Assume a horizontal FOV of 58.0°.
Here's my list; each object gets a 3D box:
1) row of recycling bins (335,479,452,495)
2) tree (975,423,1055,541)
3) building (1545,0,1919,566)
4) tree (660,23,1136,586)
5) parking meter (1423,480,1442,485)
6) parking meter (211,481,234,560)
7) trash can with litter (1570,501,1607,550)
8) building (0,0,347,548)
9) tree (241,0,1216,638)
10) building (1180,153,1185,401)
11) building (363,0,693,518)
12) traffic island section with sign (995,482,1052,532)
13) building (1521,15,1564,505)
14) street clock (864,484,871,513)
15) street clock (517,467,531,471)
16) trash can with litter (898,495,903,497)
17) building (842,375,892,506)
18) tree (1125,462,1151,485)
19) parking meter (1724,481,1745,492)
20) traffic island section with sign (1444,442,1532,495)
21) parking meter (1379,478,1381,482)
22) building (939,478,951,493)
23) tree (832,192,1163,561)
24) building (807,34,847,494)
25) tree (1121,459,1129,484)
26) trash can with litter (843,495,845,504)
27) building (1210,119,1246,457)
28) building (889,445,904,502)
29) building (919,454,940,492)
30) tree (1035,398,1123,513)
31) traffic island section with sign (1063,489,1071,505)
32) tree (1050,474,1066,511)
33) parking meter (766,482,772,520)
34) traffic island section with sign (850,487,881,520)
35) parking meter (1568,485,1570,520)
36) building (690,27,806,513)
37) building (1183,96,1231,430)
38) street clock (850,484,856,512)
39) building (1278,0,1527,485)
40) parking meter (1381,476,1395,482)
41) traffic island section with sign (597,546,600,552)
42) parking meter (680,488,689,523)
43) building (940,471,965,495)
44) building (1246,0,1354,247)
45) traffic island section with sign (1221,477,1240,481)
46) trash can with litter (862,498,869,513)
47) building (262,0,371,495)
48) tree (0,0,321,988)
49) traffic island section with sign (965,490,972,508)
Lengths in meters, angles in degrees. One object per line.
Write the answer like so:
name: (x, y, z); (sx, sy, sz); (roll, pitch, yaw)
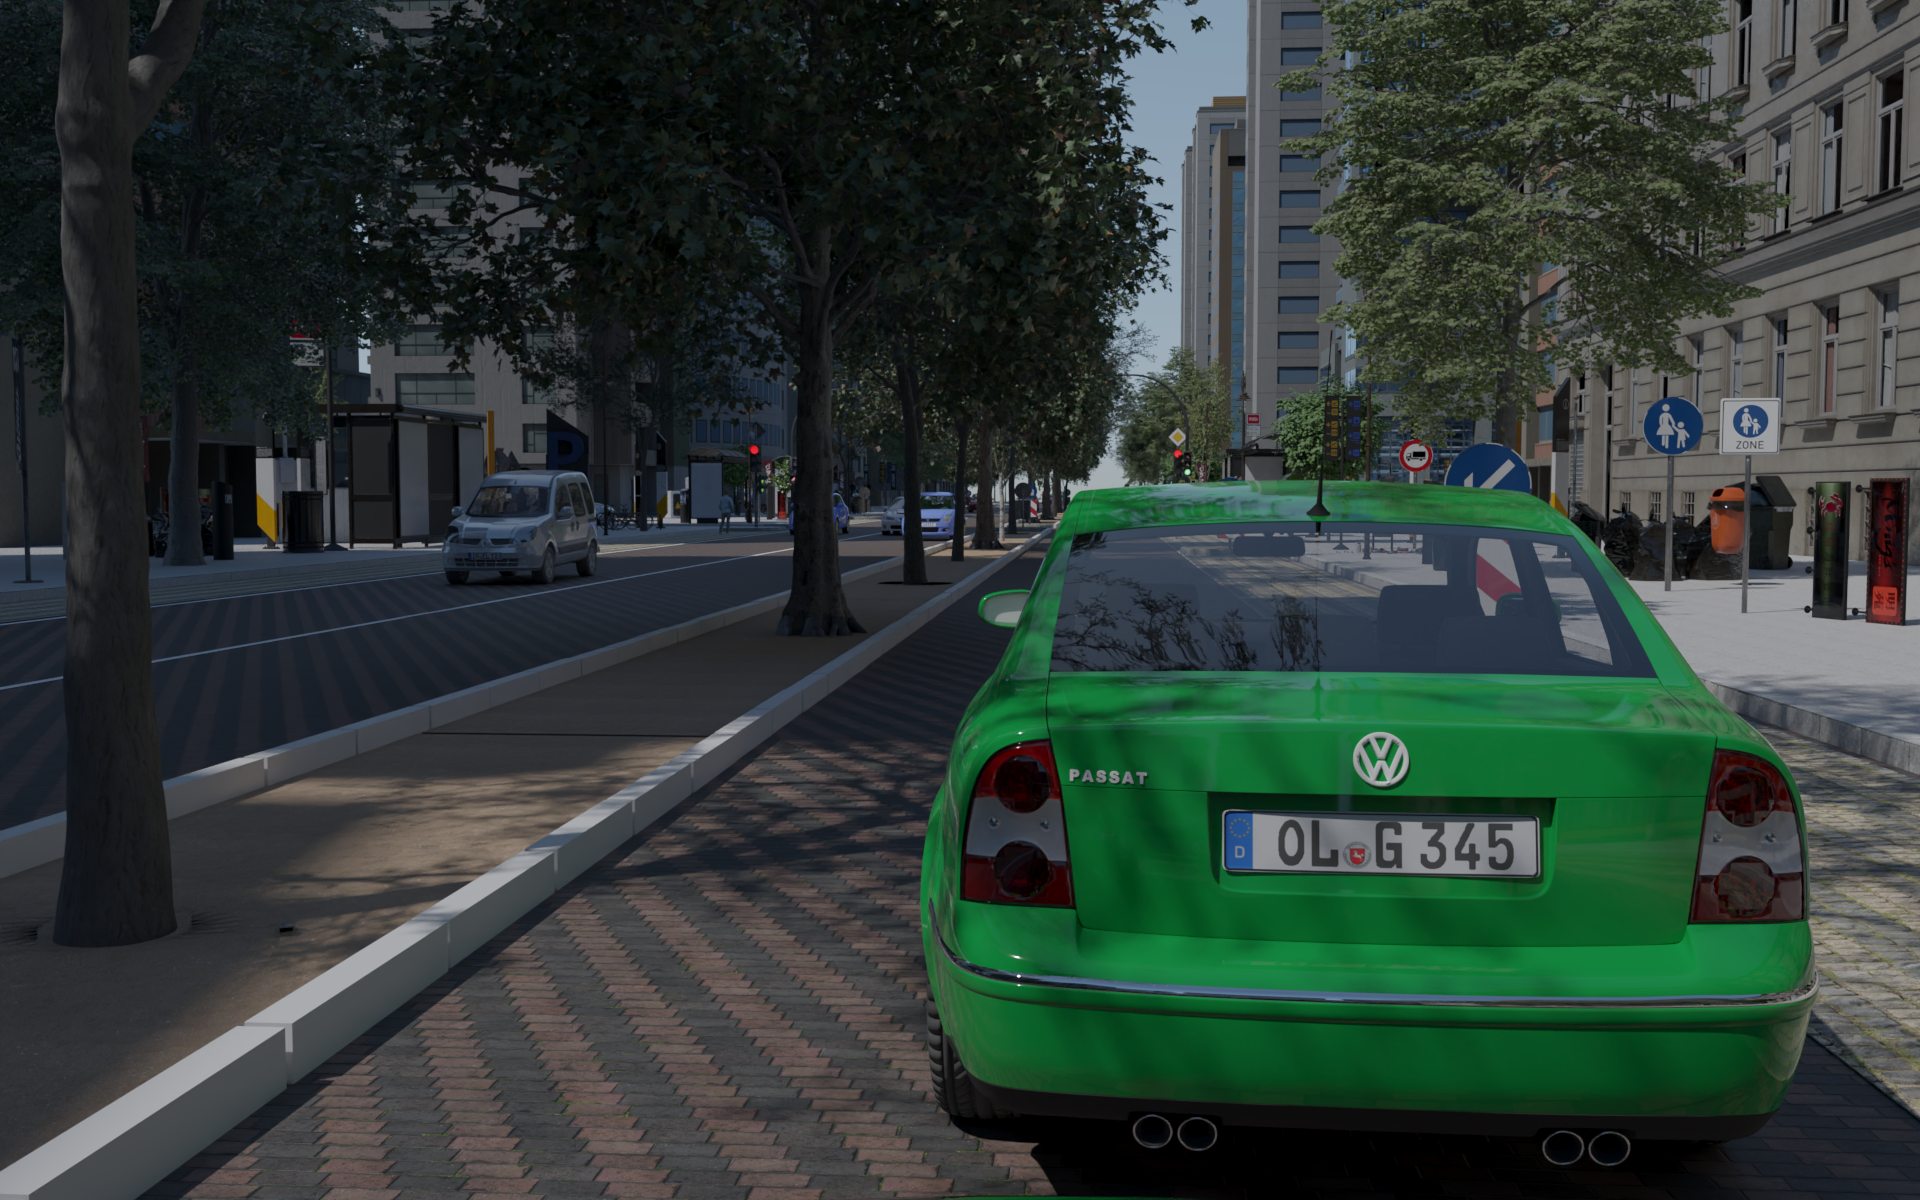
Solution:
row of recycling bins: (-15.671, -2.534, 48.537); (3.534, 1.692, 1.069); (-2, 4, -32)
tree: (1.272, -6.065, 51.975); (4.360, 8.622, 3.978); (0, 3, 0)
building: (25.167, -12.669, 40.416); (16.112, 22.955, 30.059); (0, 4, 5)
tree: (-0.813, -6.047, 27.079); (9.928, 11.665, 9.643); (0, 3, 0)
parking meter: (8.644, -1.421, 31.641); (0.372, 1.533, 0.369); (0, 3, 0)
parking meter: (-14.361, -1.549, 33.738); (0.372, 1.533, 0.369); (0, 3, 0)
trash can with litter: (10.495, -1.036, 28.331); (1.055, 1.170, 0.624); (3, 5, 45)
building: (-34.093, -24.019, 47.338); (28.867, 44.769, 22.147); (0, 4, 5)
tree: (-1.475, -5.979, 17.216); (9.611, 12.733, 9.660); (0, 3, 0)
building: (47.624, -45.798, 290.801); (21.231, 58.520, 28.212); (0, 4, 5)
building: (-23.445, -19.851, 96.271); (14.160, 30.474, 14.107); (0, 4, 5)
traffic island section with sign: (2.379, -3.561, 66.356); (2.006, 1.907, 1.989); (0, 4, 5)
building: (42.959, -26.561, 88.897); (28.867, 44.769, 22.147); (0, 4, 5)
street clock: (-6.390, -7.061, 120.017); (0.471, 2.002, 0.358); (0, 4, -4)
street clock: (-11.711, -2.571, 46.608); (0.471, 2.002, 0.358); (-1, 4, -17)
trash can with litter: (-4.957, -8.449, 149.533); (1.055, 1.170, 0.624); (-2, 4, -32)
building: (-22.642, -20.507, 180.331); (27.650, 21.520, 28.899); (0, 4, 5)
tree: (22.751, -16.093, 213.480); (4.737, 8.622, 4.395); (0, 3, 0)
parking meter: (14.867, -1.521, 33.278); (0.372, 1.533, 0.369); (0, 3, 0)
traffic island section with sign: (4.027, -0.337, 14.142); (1.989, 1.847, 2.006); (0, 4, 5)
parking meter: (15.696, -3.568, 64.046); (0.399, 1.863, 0.255); (0, 4, 7)
building: (-11.972, -50.621, 265.896); (20.563, 71.187, 20.611); (0, 4, 5)
tree: (-0.104, -6.067, 36.066); (8.767, 10.594, 7.601); (0, 4, 5)
building: (-18.287, -31.043, 157.665); (14.600, 45.320, 14.200); (0, 4, 5)
tree: (27.884, -21.055, 262.378); (7.486, 12.596, 7.792); (0, 3, 0)
trash can with litter: (-9.700, -8.061, 142.854); (1.678, 1.210, 2.233); (1, 4, 15)
building: (37.451, -34.077, 207.271); (14.600, 45.320, 14.200); (0, 4, 5)
building: (-13.983, -31.622, 200.608); (14.154, 41.232, 14.086); (0, 4, 5)
building: (-10.602, -29.232, 249.642); (14.160, 30.474, 14.107); (0, 4, 5)
tree: (7.424, -13.485, 129.593); (9.857, 13.997, 8.962); (0, 3, 0)
traffic island section with sign: (9.158, -8.593, 148.624); (2.006, 1.907, 1.989); (0, 4, 5)
tree: (8.755, -11.811, 145.932); (4.737, 8.622, 4.395); (0, 3, 0)
parking meter: (-9.494, -4.927, 86.263); (0.255, 1.863, 0.399); (-1, 4, -13)
traffic island section with sign: (-5.387, -5.430, 97.411); (1.989, 1.847, 2.006); (0, 4, 5)
parking meter: (16.926, -2.460, 48.632); (0.372, 1.533, 0.369); (0, 3, 0)
building: (-23.741, -35.636, 124.643); (21.231, 58.520, 28.212); (0, 4, 5)
building: (45.659, -44.080, 262.707); (21.231, 58.520, 28.212); (0, 4, 5)
street clock: (-7.811, -7.438, 126.188); (0.358, 2.002, 0.471); (-3, 4, -36)
building: (36.840, -49.894, 128.431); (22.319, 86.520, 31.000); (0, 4, 5)
parking meter: (13.761, -3.048, 55.539); (0.255, 1.863, 0.399); (2, 4, 26)
traffic island section with sign: (-9.918, -2.062, 42.347); (1.989, 1.847, 2.006); (0, 4, 5)
parking meter: (-12.214, -4.180, 76.751); (0.372, 1.533, 0.369); (0, 3, 0)
building: (-13.315, -27.356, 292.315); (27.650, 21.520, 28.899); (0, 4, 5)
building: (37.210, -37.883, 161.384); (21.231, 58.520, 28.212); (0, 4, 5)
traffic island section with sign: (6.244, -1.981, 41.011); (1.989, 1.847, 2.006); (0, 4, 5)
trash can with litter: (-6.501, -6.544, 118.380); (0.624, 1.170, 1.055); (0, 4, -3)
building: (-50.435, -31.114, 97.952); (27.495, 52.752, 28.713); (0, 4, 5)
tree: (-2.756, -5.659, 5.357); (12.009, 13.543, 11.850); (0, 3, 0)
traffic island section with sign: (0.884, -10.083, 173.491); (1.989, 1.847, 2.006); (0, 4, 5)
